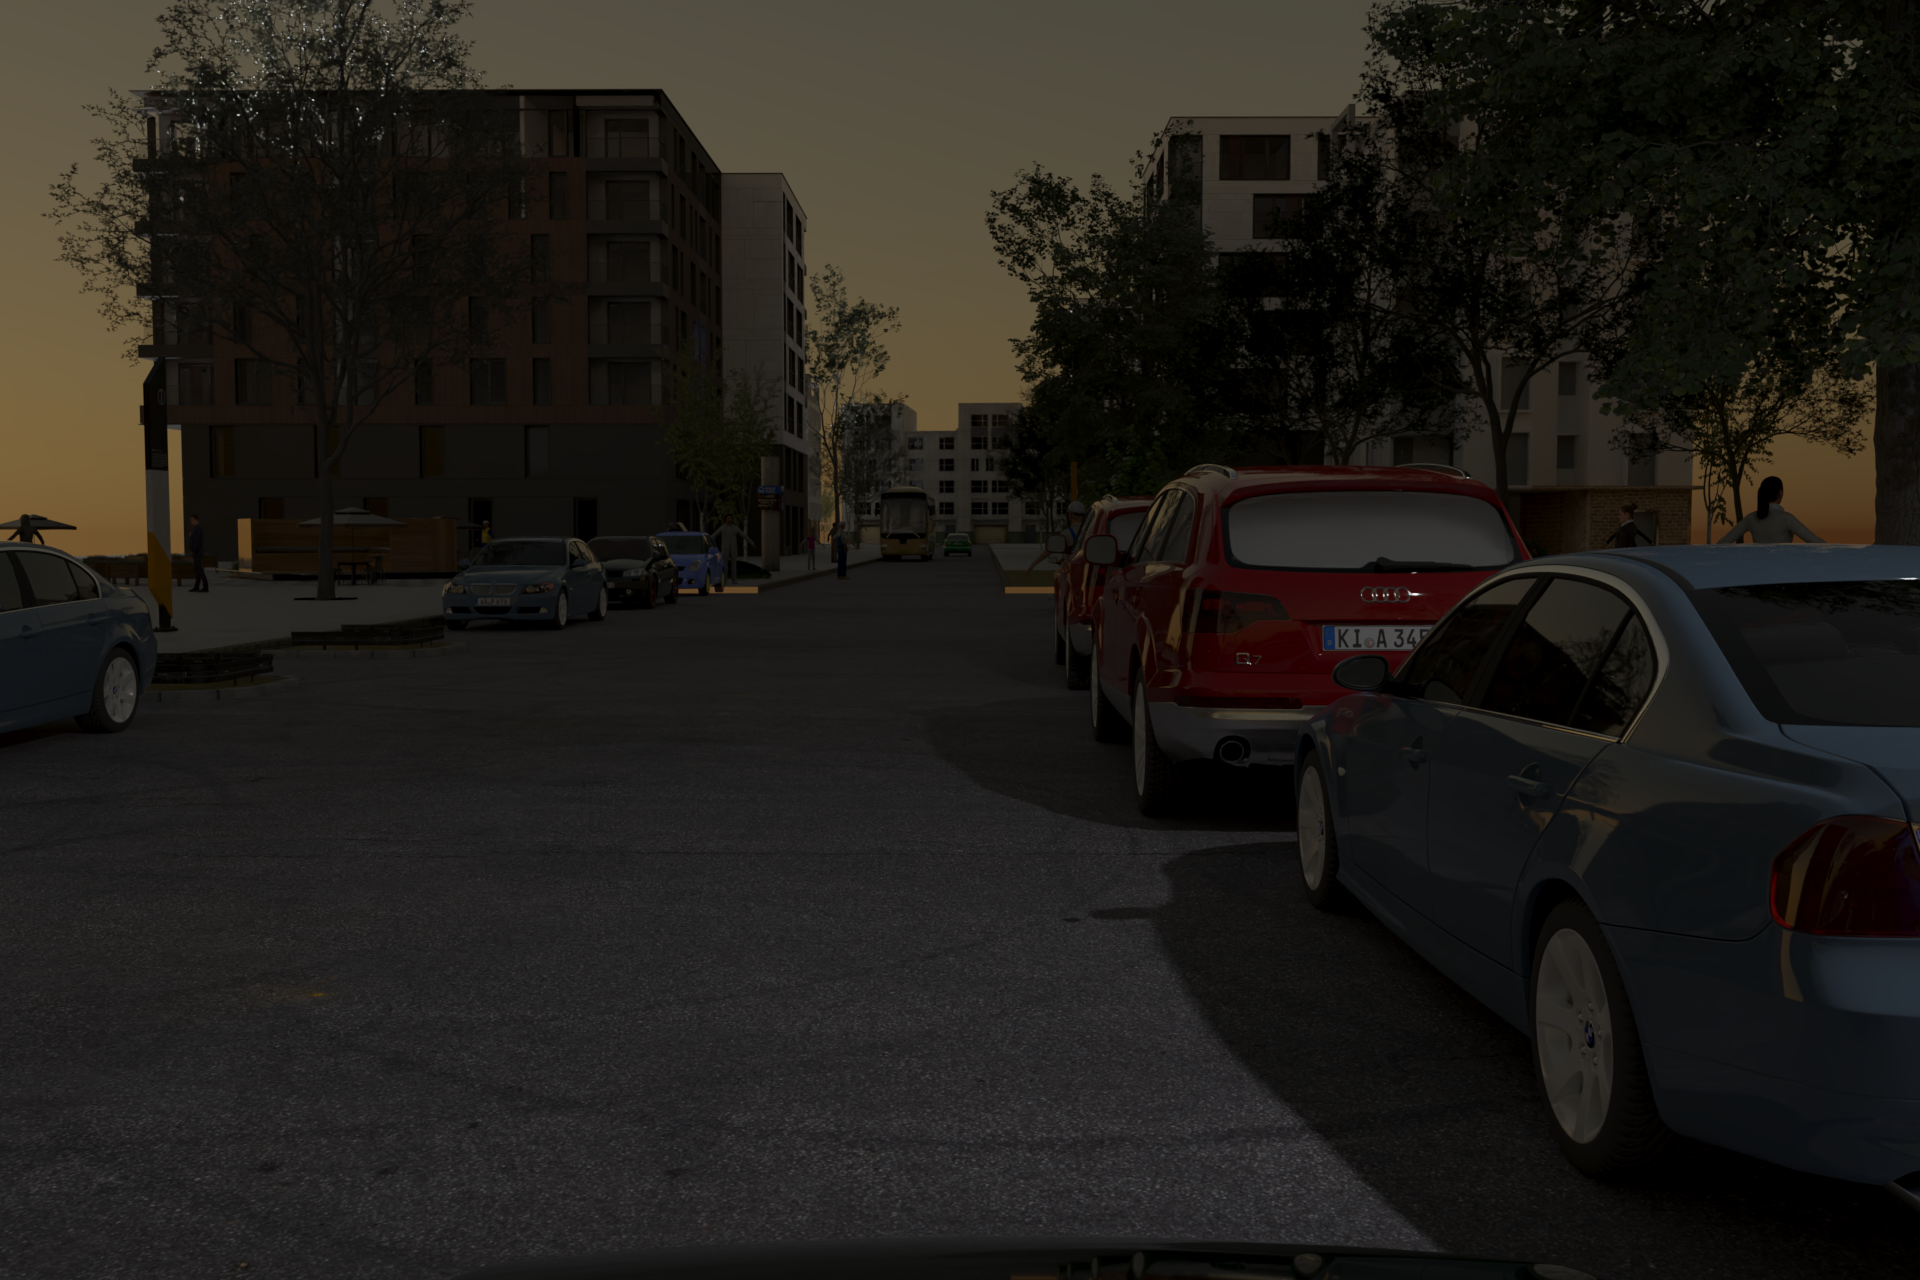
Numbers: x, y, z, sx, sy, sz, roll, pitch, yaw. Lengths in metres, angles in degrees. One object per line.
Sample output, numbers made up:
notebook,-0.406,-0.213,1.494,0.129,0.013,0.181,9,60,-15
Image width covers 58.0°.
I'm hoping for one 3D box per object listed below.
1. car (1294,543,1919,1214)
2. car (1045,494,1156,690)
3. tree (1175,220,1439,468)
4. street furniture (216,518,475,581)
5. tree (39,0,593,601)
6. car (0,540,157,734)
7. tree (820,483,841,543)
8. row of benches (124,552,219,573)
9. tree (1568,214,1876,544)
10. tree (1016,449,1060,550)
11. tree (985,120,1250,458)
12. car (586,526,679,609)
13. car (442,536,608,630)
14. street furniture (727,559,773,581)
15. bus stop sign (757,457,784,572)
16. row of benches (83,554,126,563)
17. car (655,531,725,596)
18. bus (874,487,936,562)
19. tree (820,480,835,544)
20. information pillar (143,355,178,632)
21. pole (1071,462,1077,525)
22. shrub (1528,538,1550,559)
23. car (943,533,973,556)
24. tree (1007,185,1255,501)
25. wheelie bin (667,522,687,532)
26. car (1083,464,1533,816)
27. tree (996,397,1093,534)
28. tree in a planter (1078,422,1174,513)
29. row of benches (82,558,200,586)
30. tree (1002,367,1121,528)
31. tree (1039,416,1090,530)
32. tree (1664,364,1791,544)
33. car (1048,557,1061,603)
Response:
car,2.218,0.420,5.137,2.014,1.417,4.499,0,4,-1
car,2.015,-0.535,17.426,2.281,1.827,5.304,0,4,1
tree,10.028,-7.110,50.656,8.767,10.594,7.601,2,4,23
street furniture,-17.279,-2.783,52.357,9.812,1.723,11.010,-2,4,-33
tree,-12.177,-7.518,33.284,12.009,13.543,11.850,0,3,0
car,-6.932,0.046,11.246,2.014,1.417,4.499,0,4,1
tree,-18.374,-17.741,240.432,4.737,8.622,4.395,0,3,0
row of benches,-26.474,-2.615,58.224,4.104,0.672,1.422,2,4,28
tree,21.547,-6.939,47.871,8.767,10.594,7.601,-1,4,-15
tree,6.911,-11.777,142.922,4.360,8.622,3.978,0,3,0
tree,7.906,-13.634,78.801,12.611,20.169,13.585,0,3,0
car,-6.704,-1.503,34.363,2.009,1.686,4.222,0,4,0
car,-6.777,-0.942,27.409,2.014,1.417,4.499,0,4,1
street furniture,-8.449,-2.250,52.411,5.734,0.657,10.072,0,4,-5
bus stop sign,-6.466,-4.285,59.083,0.837,3.901,0.837,0,4,0
row of benches,-27.496,-2.254,52.310,4.104,0.672,1.422,-1,4,-13
car,-6.665,-1.941,41.324,1.945,1.707,3.694,0,4,0
bus,-2.770,-6.241,93.582,2.896,3.916,12.252,0,4,1
tree,-18.672,-17.396,234.790,4.737,8.622,4.395,0,3,0
information pillar,-10.444,-1.909,22.562,0.183,3.616,0.504,0,4,1
pole,3.229,-3.382,49.132,0.158,3.312,0.155,0,3,0
shrub,15.762,-2.243,47.792,1.383,1.207,1.383,0,3,0
car,-0.114,-6.330,112.293,1.959,1.807,4.718,0,4,1
tree,6.603,-9.708,65.379,9.857,13.997,8.962,0,3,0
wheelie bin,-7.476,-2.340,46.168,0.693,1.594,0.980,0,4,0
car,1.918,-0.101,10.323,2.281,1.827,5.304,0,4,0
tree,5.980,-11.088,115.696,7.601,10.594,8.767,1,4,14
tree in a planter,2.803,-1.869,27.778,1.991,3.239,1.994,0,4,2
row of benches,-20.734,-1.714,43.484,4.104,0.672,1.422,2,4,24
tree,5.825,-9.916,96.540,7.601,10.594,8.767,0,4,3
tree,7.240,-9.546,106.437,4.360,8.622,3.978,0,3,0
tree,25.038,-6.529,57.115,4.737,8.622,4.395,0,3,0
car,2.623,-1.289,31.297,2.015,1.641,3.980,0,4,0
